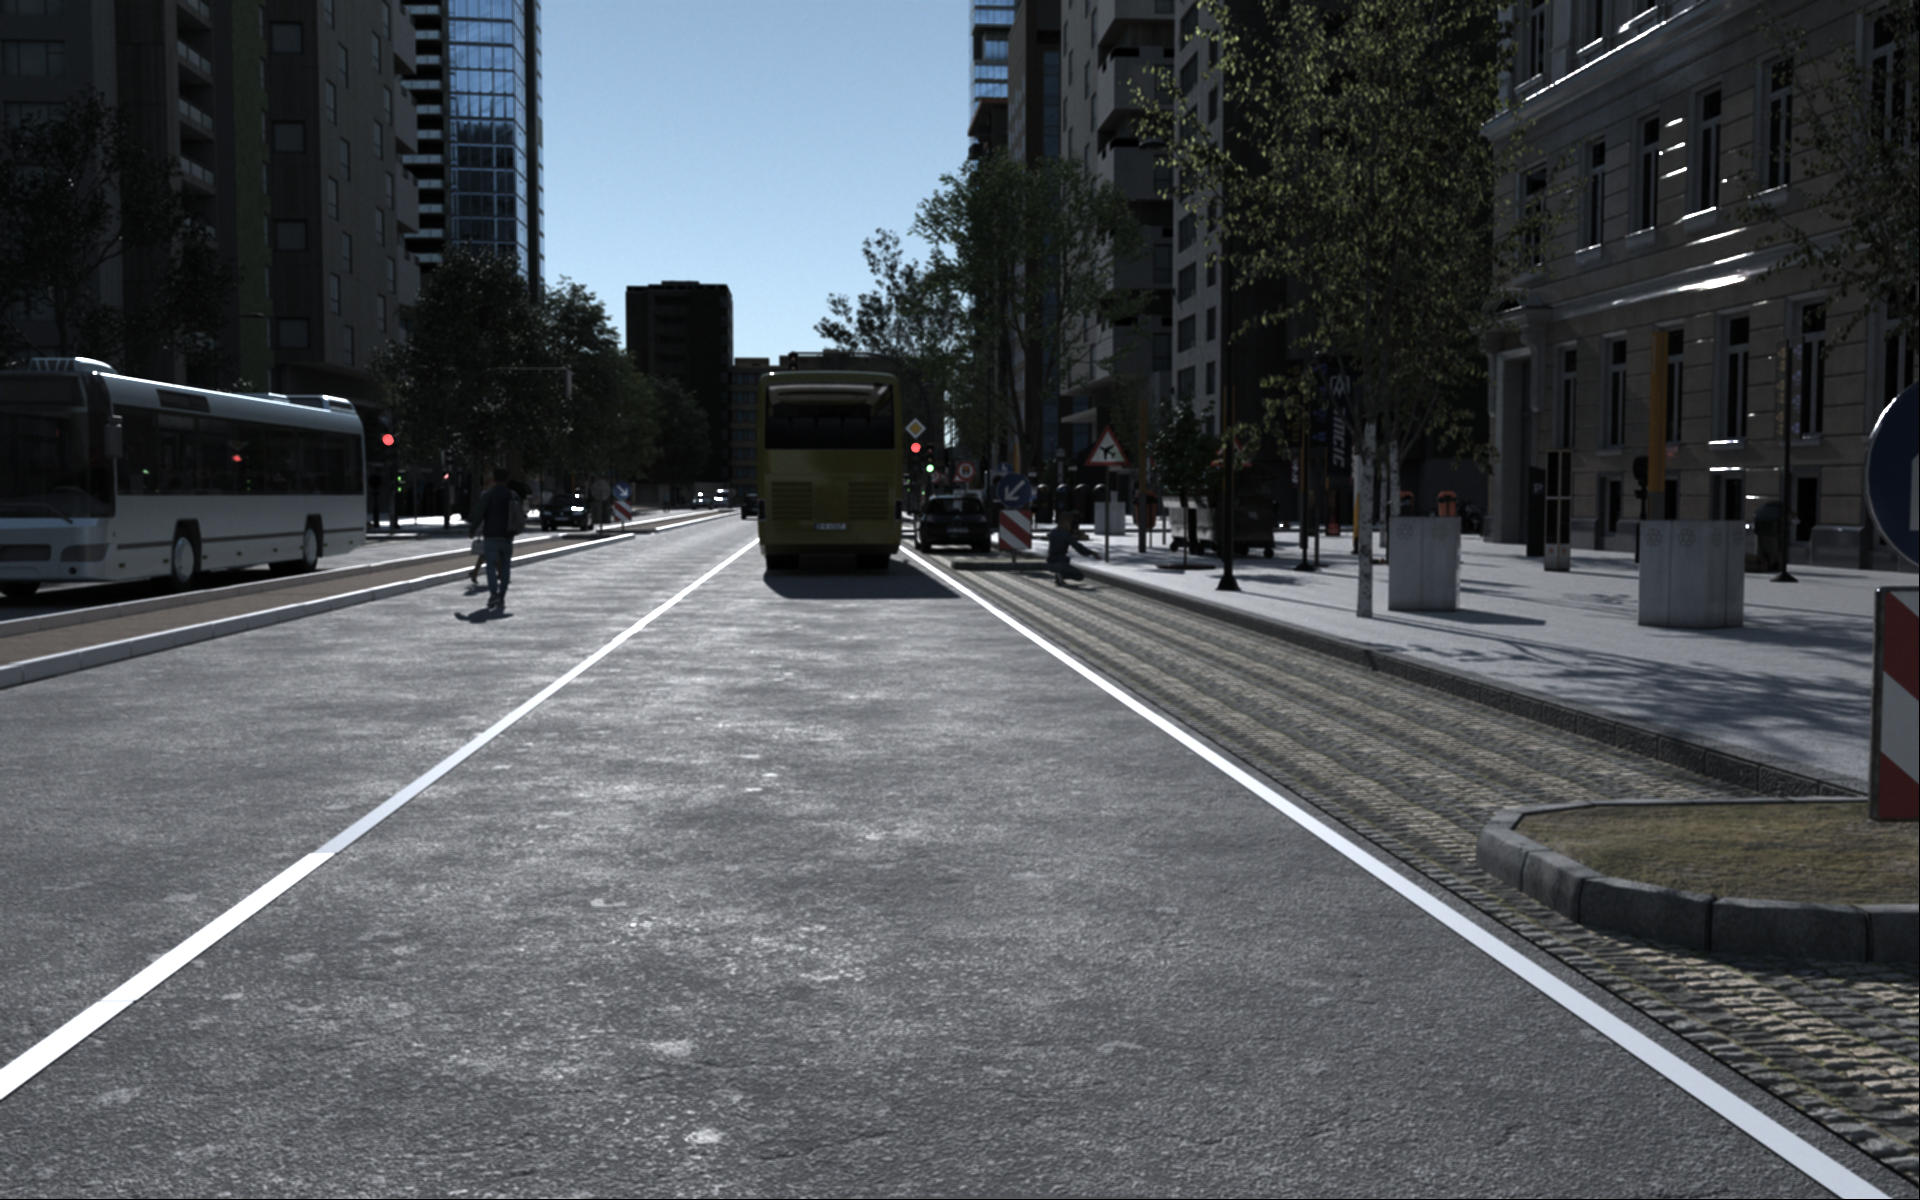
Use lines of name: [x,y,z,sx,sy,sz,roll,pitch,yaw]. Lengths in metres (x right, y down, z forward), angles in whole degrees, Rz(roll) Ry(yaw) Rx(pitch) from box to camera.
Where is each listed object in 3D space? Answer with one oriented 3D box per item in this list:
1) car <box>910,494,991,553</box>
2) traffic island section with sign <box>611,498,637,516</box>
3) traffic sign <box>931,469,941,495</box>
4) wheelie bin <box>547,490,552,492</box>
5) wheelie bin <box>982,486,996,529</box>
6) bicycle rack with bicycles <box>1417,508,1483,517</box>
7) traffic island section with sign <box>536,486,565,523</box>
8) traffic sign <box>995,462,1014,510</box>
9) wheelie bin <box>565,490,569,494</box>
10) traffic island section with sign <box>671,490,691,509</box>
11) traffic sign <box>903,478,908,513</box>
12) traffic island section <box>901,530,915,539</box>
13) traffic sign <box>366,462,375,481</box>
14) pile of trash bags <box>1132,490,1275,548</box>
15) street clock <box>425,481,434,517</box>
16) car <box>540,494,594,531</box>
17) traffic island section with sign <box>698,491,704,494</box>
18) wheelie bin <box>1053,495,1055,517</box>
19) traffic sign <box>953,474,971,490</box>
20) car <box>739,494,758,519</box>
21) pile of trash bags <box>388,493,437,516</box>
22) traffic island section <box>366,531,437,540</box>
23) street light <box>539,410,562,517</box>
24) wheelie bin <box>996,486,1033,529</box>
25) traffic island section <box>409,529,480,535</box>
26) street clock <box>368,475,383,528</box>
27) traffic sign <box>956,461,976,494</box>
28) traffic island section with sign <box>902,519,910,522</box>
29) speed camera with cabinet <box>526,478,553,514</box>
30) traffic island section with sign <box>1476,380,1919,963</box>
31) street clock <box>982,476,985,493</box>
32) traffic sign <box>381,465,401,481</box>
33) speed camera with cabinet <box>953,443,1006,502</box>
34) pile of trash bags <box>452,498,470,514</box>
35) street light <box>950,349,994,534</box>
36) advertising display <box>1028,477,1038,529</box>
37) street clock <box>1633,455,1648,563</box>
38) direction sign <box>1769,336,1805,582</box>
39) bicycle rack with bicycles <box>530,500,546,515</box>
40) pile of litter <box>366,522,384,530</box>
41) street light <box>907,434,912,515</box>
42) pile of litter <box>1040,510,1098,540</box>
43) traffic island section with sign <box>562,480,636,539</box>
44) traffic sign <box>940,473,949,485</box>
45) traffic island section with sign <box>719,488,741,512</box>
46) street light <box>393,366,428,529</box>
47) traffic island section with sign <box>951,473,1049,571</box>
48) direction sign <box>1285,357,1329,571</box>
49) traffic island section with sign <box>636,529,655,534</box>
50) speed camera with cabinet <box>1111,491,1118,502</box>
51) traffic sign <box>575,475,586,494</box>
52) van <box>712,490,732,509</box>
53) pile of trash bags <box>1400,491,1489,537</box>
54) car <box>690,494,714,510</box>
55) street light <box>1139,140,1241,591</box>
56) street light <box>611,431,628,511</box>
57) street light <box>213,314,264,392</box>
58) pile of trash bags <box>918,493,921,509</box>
car: [-0.215,-2.061,43.483,2.009,1.686,4.222,0,4,-5]
traffic island section with sign: [-22.332,-6.444,113.991,1.989,1.847,2.006,0,4,-5]
traffic sign: [-1.360,-5.384,88.139,0.768,2.556,0.104,0,4,-4]
wheelie bin: [-30.088,-7.313,127.471,0.980,1.594,0.693,1,4,16]
wheelie bin: [1.246,-3.464,64.550,0.980,1.594,0.693,-2,4,-29]
bicycle rack with bicycles: [18.893,-3.207,65.816,2.925,0.926,2.852,1,4,19]
traffic island section with sign: [-20.194,-4.801,87.120,1.989,1.847,2.006,0,4,-5]
traffic sign: [1.798,-4.262,69.782,0.768,2.556,0.104,0,4,3]
wheelie bin: [-28.057,-7.015,122.605,0.980,1.594,0.693,-3,4,-39]
traffic island section with sign: [-26.373,-9.530,164.437,1.989,1.847,2.006,0,4,-5]
traffic sign: [-3.680,-7.017,114.835,0.768,2.556,0.104,0,4,-2]
traffic island section: [-0.979,-2.059,55.953,2.009,0.180,2.903,0,4,-5]
traffic sign: [-23.203,-4.124,67.531,0.768,2.556,0.104,0,4,2]
pile of trash bags: [5.752,-1.954,41.693,3.447,1.369,1.912,-1,4,-20]
street clock: [-29.692,-5.670,97.269,0.358,2.002,0.471,-1,4,-23]
car: [-15.464,-3.578,68.293,2.009,1.686,4.222,0,4,-6]
traffic island section with sign: [-28.513,-11.173,191.307,1.989,1.847,2.006,0,4,-5]
wheelie bin: [5.038,-5.539,98.471,0.693,1.594,0.980,0,4,7]
traffic sign: [0.056,-4.686,76.613,0.884,2.594,0.081,0,4,-3]
car: [-11.662,-5.475,99.295,2.009,1.686,4.222,0,4,-6]
pile of trash bags: [-32.366,-5.725,103.363,3.447,1.369,1.912,-1,4,-9]
traffic island section: [-17.917,-1.977,54.610,2.009,0.180,2.903,0,4,-5]
street light: [-22.661,-7.547,95.930,1.470,5.913,1.316,0,4,-5]
wheelie bin: [1.715,-2.770,53.195,0.980,1.594,0.693,-1,4,-9]
traffic island section: [-18.553,-2.464,62.569,2.009,0.180,2.903,0,4,-5]
street clock: [-21.978,-3.706,65.155,0.471,2.002,0.358,0,4,-3]
traffic sign: [0.225,-4.028,65.957,0.768,2.556,0.104,0,4,-2]
traffic island section with sign: [-3.601,-4.903,88.792,1.989,1.847,2.006,0,4,-5]
speed camera with cabinet: [-27.642,-7.339,114.334,0.660,3.252,2.038,3,4,38]
traffic island section with sign: [2.997,0.147,6.224,1.989,1.847,2.006,0,4,-5]
street clock: [1.097,-4.017,70.249,0.358,2.002,0.471,2,4,34]
traffic sign: [-22.387,-4.164,68.181,0.768,2.556,0.104,0,4,-1]
speed camera with cabinet: [0.758,-4.430,66.763,2.038,3.252,0.660,-2,4,-27]
pile of trash bags: [-33.320,-6.375,113.982,1.912,1.369,3.447,-2,4,-35]
street light: [0.380,-5.074,55.495,1.470,5.913,1.316,0,4,-5]
advertising display: [2.414,-3.562,63.445,0.974,1.923,0.123,-2,4,-26]
street clock: [12.664,-1.683,32.093,0.471,2.002,0.358,-3,5,-44]
direction sign: [12.076,-2.036,25.286,0.379,3.537,0.876,0,4,2]
bicycle rack with bicycles: [-25.029,-5.816,108.469,2.925,0.926,2.852,2,4,31]
pile of litter: [-21.565,-2.944,62.093,1.719,0.858,1.176,-1,4,-10]
street light: [-3.663,-8.191,106.457,1.470,5.913,1.316,0,4,-5]
pile of litter: [3.080,-2.102,48.338,1.719,0.858,1.176,3,5,42]
traffic island section with sign: [-11.561,-2.888,55.350,2.006,1.907,1.989,0,4,-5]
traffic sign: [-1.037,-6.355,104.004,0.768,2.556,0.104,0,4,3]
traffic island section with sign: [-18.134,-7.920,137.635,2.006,1.907,1.989,0,4,-5]
street light: [-19.983,-5.528,62.918,1.470,5.913,1.316,0,4,-5]
traffic island section with sign: [0.852,-1.496,33.094,1.989,1.847,2.006,0,4,-5]
direction sign: [5.777,-2.259,28.926,0.379,3.537,0.876,-3,5,-41]
traffic island section with sign: [-12.141,-3.339,62.735,2.006,1.907,1.989,0,4,-5]
speed camera with cabinet: [6.949,-5.691,87.389,2.038,3.252,0.660,2,4,35]
traffic sign: [-25.571,-7.124,116.591,0.768,2.556,0.104,0,4,-3]
van: [-23.585,-10.099,172.137,2.013,2.044,4.112,0,4,-5]
pile of trash bags: [15.787,-2.852,56.375,3.447,1.369,1.912,-1,4,-12]
car: [-23.469,-8.929,157.787,2.131,1.459,4.920,0,4,-5]
street light: [3.049,-3.084,22.973,1.470,5.913,1.316,0,4,-5]
street light: [-25.282,-9.524,128.266,1.470,5.913,1.316,0,4,-5]
street light: [-18.615,-4.413,44.693,1.470,5.913,1.316,0,4,-5]
pile of trash bags: [-2.949,-7.606,134.116,1.912,1.369,3.447,0,4,-4]
